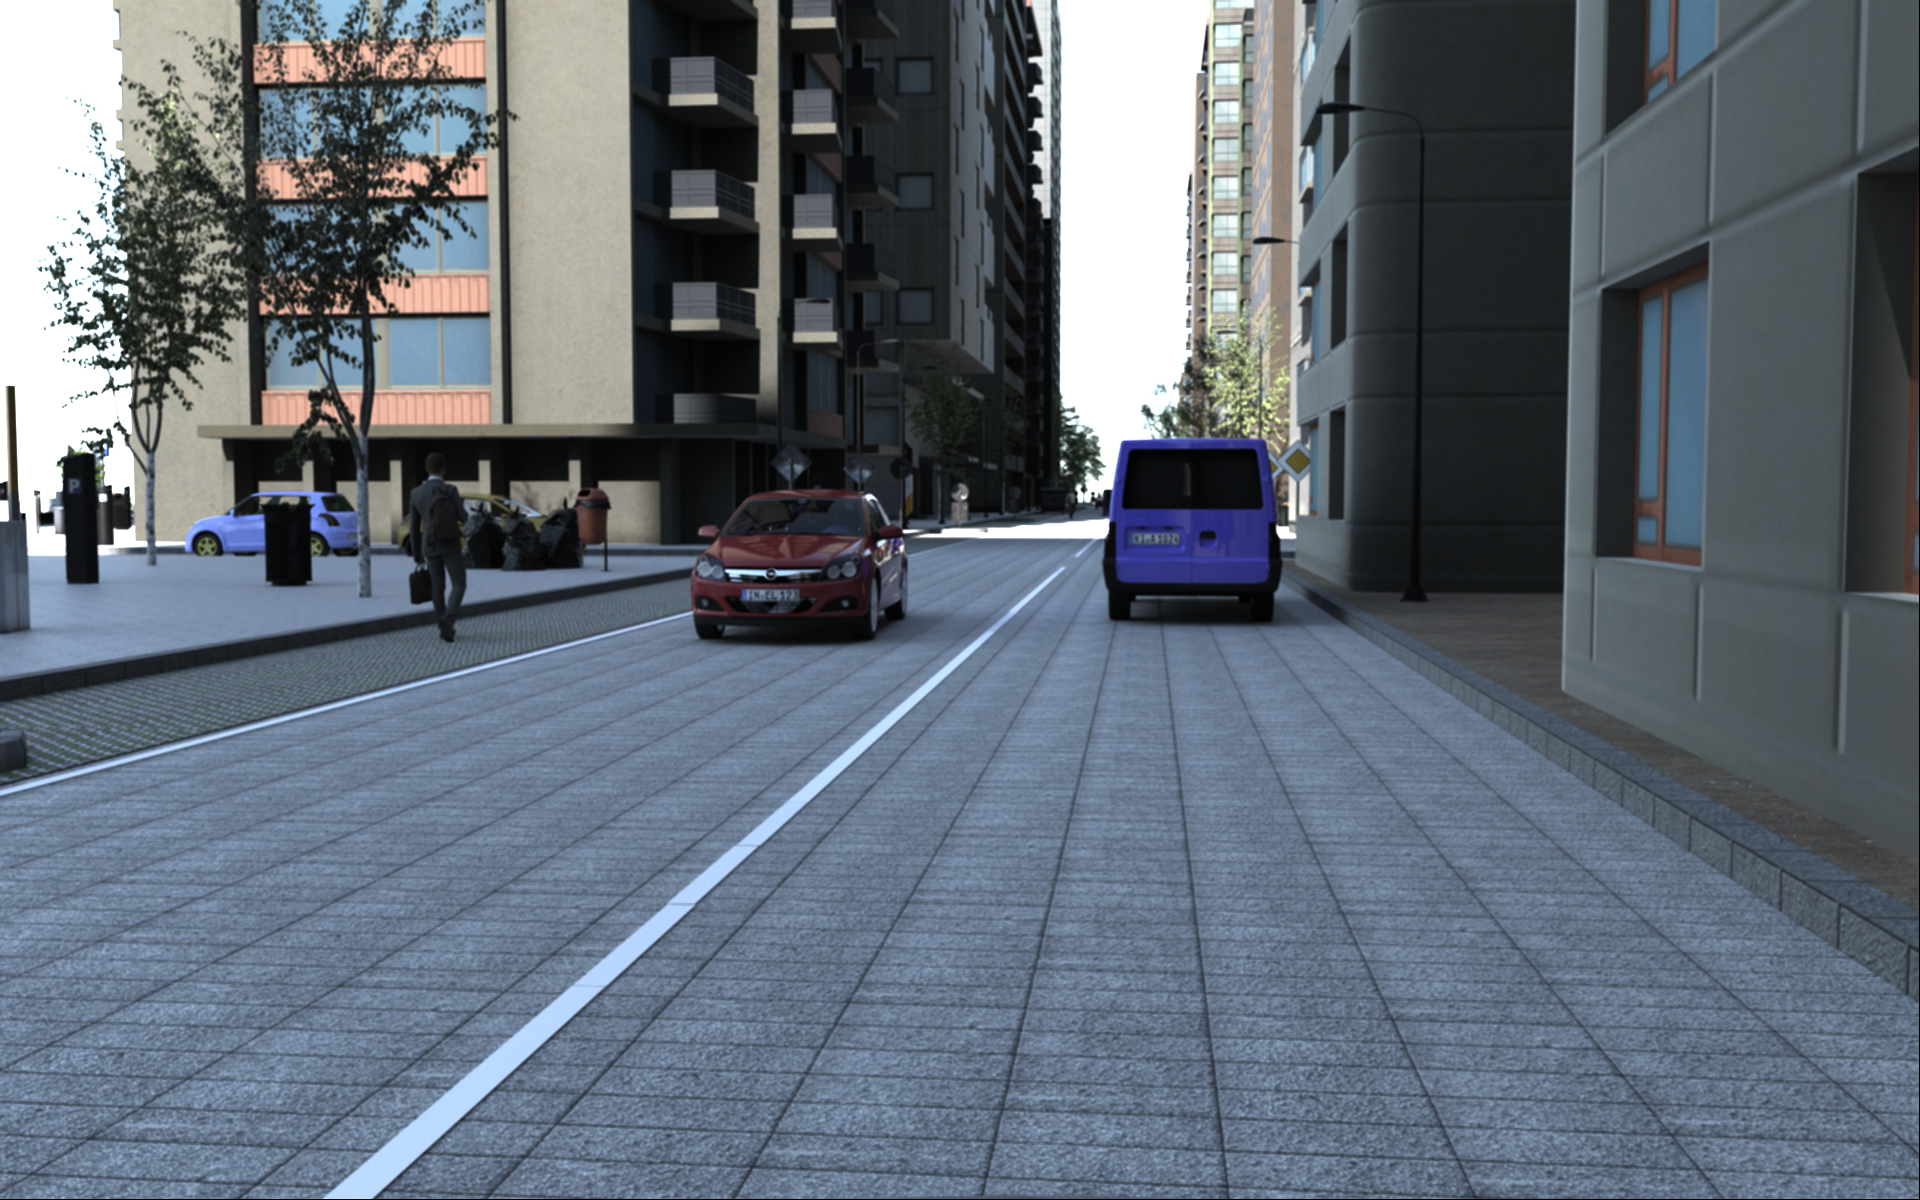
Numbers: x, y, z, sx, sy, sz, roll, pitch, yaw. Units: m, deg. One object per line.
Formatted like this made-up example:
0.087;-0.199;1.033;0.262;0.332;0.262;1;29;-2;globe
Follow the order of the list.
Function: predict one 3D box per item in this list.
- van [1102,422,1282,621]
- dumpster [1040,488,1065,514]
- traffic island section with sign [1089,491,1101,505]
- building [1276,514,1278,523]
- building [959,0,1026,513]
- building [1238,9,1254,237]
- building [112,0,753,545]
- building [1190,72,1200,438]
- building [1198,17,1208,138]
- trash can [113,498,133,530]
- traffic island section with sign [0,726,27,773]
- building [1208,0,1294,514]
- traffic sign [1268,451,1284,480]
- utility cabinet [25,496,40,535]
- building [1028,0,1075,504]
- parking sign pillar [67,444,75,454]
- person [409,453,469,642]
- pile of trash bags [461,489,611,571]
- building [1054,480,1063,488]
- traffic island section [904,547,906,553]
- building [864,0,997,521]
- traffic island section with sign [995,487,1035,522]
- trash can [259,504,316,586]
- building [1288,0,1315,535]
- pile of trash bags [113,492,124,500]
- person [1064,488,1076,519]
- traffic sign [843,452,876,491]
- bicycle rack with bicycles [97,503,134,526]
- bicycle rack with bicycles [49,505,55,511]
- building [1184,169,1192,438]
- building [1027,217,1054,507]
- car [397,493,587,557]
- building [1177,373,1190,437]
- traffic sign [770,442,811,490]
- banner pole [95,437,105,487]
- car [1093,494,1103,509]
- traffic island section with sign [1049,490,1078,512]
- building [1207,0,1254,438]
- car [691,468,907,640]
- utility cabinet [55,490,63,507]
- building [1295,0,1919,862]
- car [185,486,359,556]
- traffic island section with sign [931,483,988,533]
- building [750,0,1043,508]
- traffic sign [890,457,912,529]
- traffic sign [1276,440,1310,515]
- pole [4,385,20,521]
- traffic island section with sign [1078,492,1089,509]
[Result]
2.815;-1.032;21.256;2.240;2.365;5.245;0;4;7;van
6.609;-7.043;123.367;1.865;1.857;1.264;0;4;5;dumpster
17.163;-13.069;222.300;1.989;1.847;2.006;0;4;6;traffic island section with sign
21.001;-26.306;80.218;14.600;45.320;14.200;0;4;6;building
-6.523;-30.814;127.504;21.300;48.544;21.600;0;4;6;building
24.055;-20.481;106.572;14.160;30.474;14.107;0;4;6;building
-13.996;-24.562;56.207;22.147;44.769;28.867;0;4;6;building
31.186;-32.434;180.399;14.600;45.320;14.200;0;4;6;building
33.027;-30.816;158.469;22.147;44.769;28.867;0;4;6;building
-30.001;-3.079;61.999;0.748;1.137;0.748;0;3;0;trash can
-5.911;-0.001;8.642;1.989;1.847;2.006;0;4;6;traffic island section with sign
26.773;-29.810;137.507;14.600;45.320;14.200;0;4;6;building
7.110;-2.226;40.034;0.795;2.450;0.064;0;4;6;traffic sign
-29.582;-2.698;55.280;0.306;1.237;1.020;-1;4;-22;utility cabinet
6.659;-49.924;254.510;20.563;71.187;20.611;0;4;6;building
-47.541;-6.398;93.084;1.447;3.967;1.447;2;4;25;parking sign pillar
-5.083;-0.516;16.899;0.622;1.834;0.822;0;4;1;person
-7.103;-1.211;29.558;3.447;1.369;1.912;3;5;41;pile of trash bags
-3.671;-31.898;213.415;32.217;40.220;23.993;0;4;6;building
-2.401;-1.153;41.139;2.009;0.180;2.903;0;4;6;traffic island section
-12.380;-30.978;95.726;28.713;52.752;27.495;0;4;6;building
2.905;-4.994;90.280;1.989;1.847;2.006;0;4;6;traffic island section with sign
-9.432;-0.775;24.319;0.748;1.137;0.748;0;3;0;trash can
20.883;-26.112;50.638;21.600;48.544;21.300;0;4;6;building
-43.421;-5.055;92.408;3.447;1.369;1.912;-3;5;-44;pile of trash bags
6.372;-5.610;100.706;0.782;1.767;0.515;-3;4;-37;person
-2.377;-2.289;41.075;0.795;2.450;0.064;0;4;6;traffic sign
-34.182;-3.485;70.367;2.925;0.926;2.852;-1;4;-17;bicycle rack with bicycles
-55.135;-5.812;108.401;2.925;0.926;2.852;-1;4;-16;bicycle rack with bicycles
40.822;-35.093;228.399;22.147;44.769;28.867;0;4;6;building
2.100;-24.660;174.898;14.160;30.474;14.107;0;4;6;building
-10.109;-1.674;37.593;3.980;1.641;2.015;0;4;6;car
46.426;-25.227;257.502;27.650;21.520;28.899;0;4;6;building
-3.234;-1.804;33.136;0.795;2.450;0.064;0;4;6;traffic sign
-37.934;-5.289;76.488;0.863;3.779;0.401;2;4;33;banner pole
14.019;-9.716;167.892;2.155;1.783;4.494;0;4;5;car
8.243;-8.016;139.697;1.989;1.847;2.006;0;4;6;traffic island section with sign
24.688;-26.859;122.737;14.154;41.232;14.086;0;4;6;building
-1.619;-0.575;18.440;2.155;1.783;4.494;0;4;4;car
-54.569;-5.914;105.375;0.318;1.500;1.173;0;4;1;utility cabinet
18.291;-10.396;15.009;27.650;21.520;28.899;0;4;6;building
-14.909;-1.717;37.666;3.694;1.707;1.945;0;4;7;car
0.013;-3.355;63.480;1.989;1.847;2.006;0;4;6;traffic island section with sign
-4.145;-30.516;153.562;22.147;44.769;28.867;0;4;6;building
-2.055;-3.657;59.905;0.768;2.556;0.104;1;4;12;traffic sign
6.253;-1.740;32.094;0.795;2.450;0.064;0;4;6;traffic sign
-17.744;-2.361;32.442;0.158;3.312;0.155;0;3;0;pole
11.200;-9.692;167.085;1.989;1.847;2.006;0;4;6;traffic island section with sign
